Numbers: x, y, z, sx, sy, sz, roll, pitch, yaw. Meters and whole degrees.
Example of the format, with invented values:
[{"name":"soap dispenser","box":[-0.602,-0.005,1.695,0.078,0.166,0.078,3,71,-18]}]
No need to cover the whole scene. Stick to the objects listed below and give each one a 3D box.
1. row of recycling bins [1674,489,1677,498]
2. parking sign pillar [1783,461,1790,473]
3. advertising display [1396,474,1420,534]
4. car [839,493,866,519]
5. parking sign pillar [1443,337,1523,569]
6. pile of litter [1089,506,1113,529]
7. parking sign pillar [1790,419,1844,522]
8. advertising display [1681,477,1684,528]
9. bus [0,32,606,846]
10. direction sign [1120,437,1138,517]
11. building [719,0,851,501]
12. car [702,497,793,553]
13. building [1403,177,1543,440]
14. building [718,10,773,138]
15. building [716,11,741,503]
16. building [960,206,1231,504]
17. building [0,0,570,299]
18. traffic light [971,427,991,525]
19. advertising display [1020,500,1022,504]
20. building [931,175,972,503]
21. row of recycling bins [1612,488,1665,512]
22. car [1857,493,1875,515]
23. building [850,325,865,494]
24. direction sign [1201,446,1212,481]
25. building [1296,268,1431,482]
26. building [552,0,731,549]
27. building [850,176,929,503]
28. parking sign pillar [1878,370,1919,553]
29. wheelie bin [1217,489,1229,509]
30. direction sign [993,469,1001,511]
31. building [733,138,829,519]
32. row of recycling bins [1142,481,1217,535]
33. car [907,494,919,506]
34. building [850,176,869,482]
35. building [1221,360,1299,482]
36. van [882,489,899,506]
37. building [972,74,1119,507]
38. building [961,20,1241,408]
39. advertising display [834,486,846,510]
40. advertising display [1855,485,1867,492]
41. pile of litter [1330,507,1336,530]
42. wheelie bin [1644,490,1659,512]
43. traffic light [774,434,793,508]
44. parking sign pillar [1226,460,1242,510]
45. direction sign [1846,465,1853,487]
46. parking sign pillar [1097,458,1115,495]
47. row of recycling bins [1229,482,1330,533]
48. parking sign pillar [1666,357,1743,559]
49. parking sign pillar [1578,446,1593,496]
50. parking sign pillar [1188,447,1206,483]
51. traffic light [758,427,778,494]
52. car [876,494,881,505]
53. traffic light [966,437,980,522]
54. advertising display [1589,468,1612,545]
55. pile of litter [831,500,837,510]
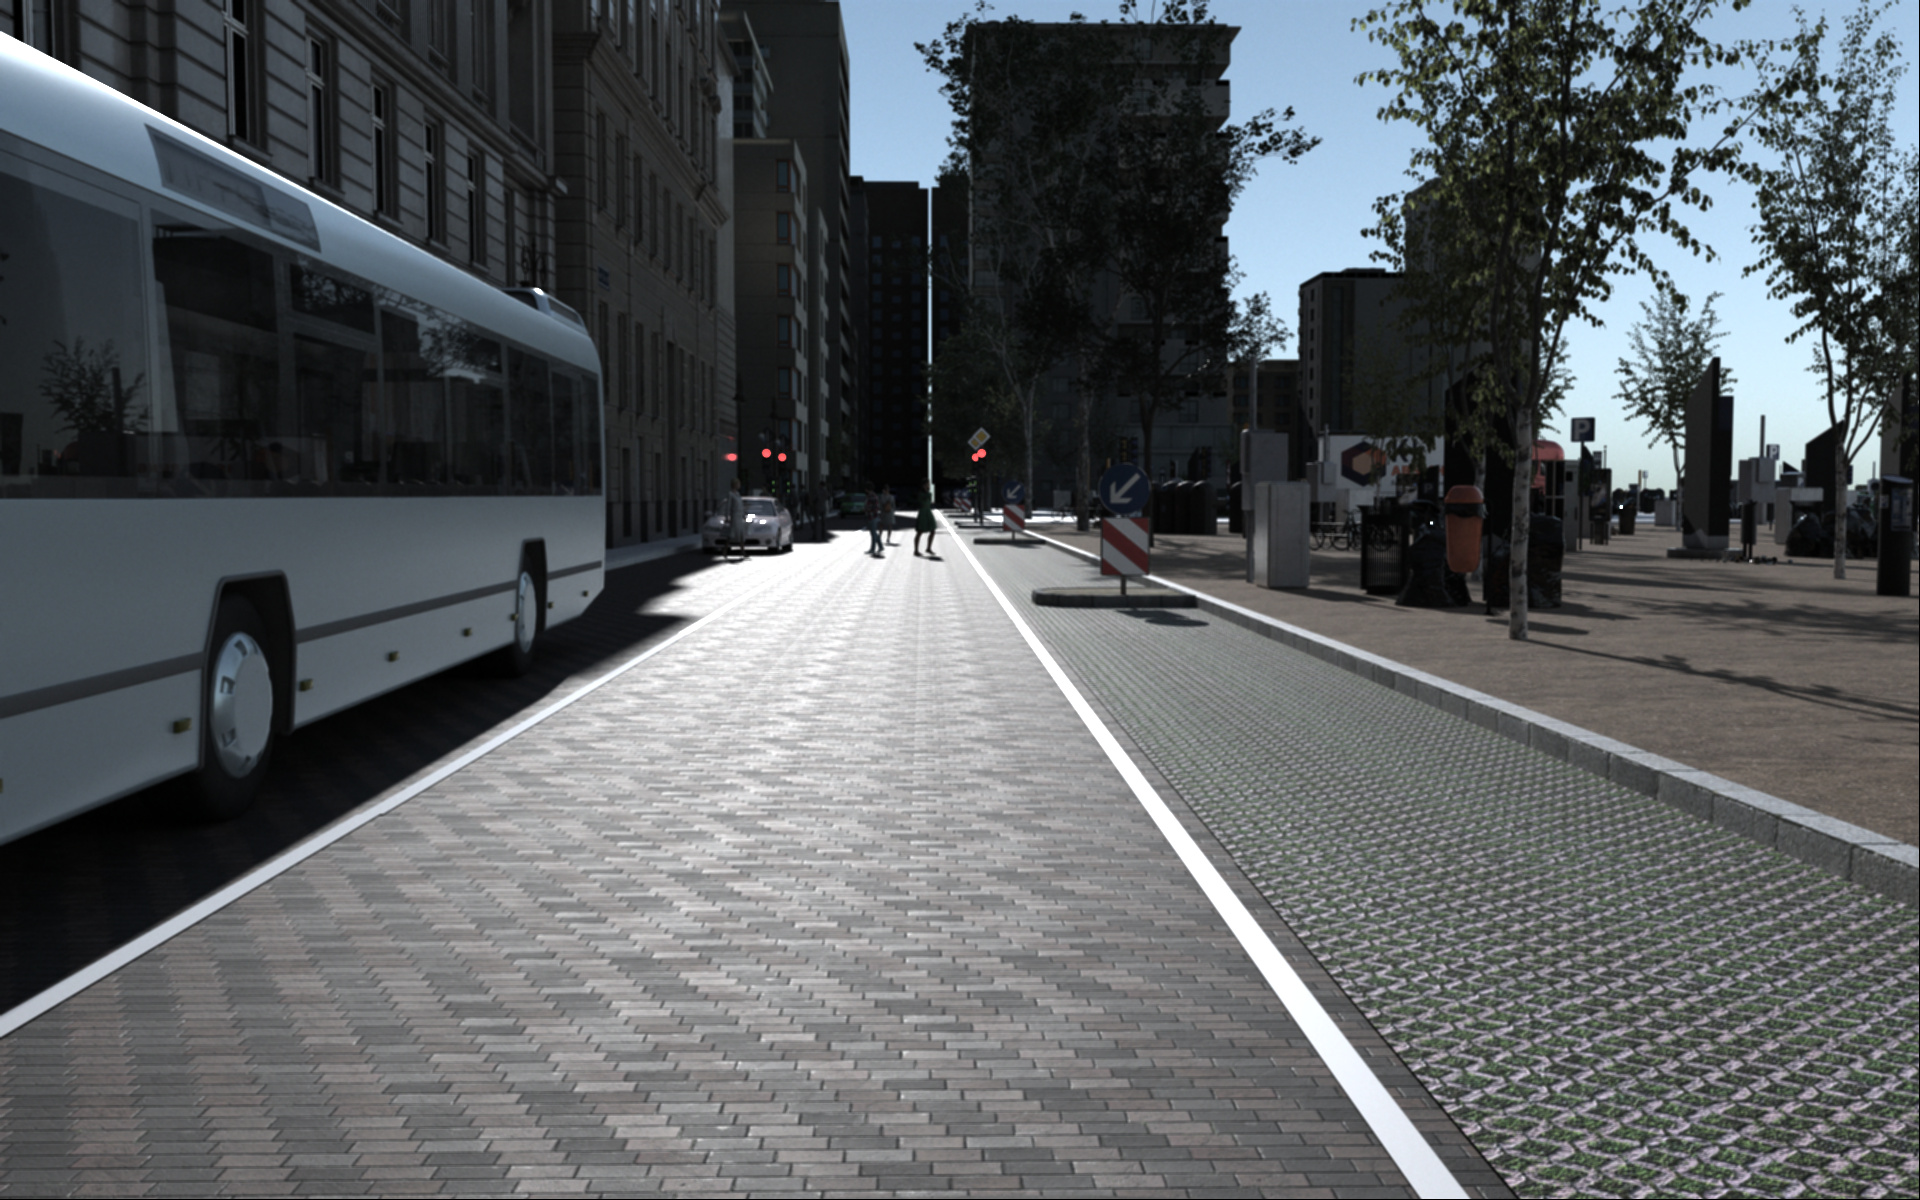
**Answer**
[{"name":"row of recycling bins","box":[64.624,-8.918,152.927,3.534,1.692,1.069,1,4,13]},{"name":"parking sign pillar","box":[67.573,-9.322,140.893,1.447,3.967,1.447,3,4,39]},{"name":"advertising display","box":[14.353,-3.048,55.046,0.974,1.923,0.123,0,4,5]},{"name":"car","box":[-6.211,-5.757,102.921,1.959,1.807,4.718,0,4,-3]},{"name":"parking sign pillar","box":[9.140,-2.553,30.218,1.447,3.967,1.447,3,5,40]},{"name":"pile of litter","box":[5.462,-3.095,64.563,1.719,0.858,1.176,1,4,22]},{"name":"parking sign pillar","box":[31.164,-4.535,62.620,1.447,3.967,1.447,0,4,2]},{"name":"advertising display","box":[27.631,-3.671,65.231,0.974,1.923,0.123,1,4,21]},{"name":"bus","box":[-4.489,-0.945,10.318,2.948,3.499,13.247,0,4,-2]},{"name":"direction sign","box":[6.706,-4.703,68.894,0.876,3.537,0.379,-2,4,-31]},{"name":"building","box":[-21.601,-33.127,165.332,21.300,48.544,21.600,0,4,-1]},{"name":"car","box":[-5.266,-1.893,43.307,2.083,1.381,4.827,0,4,1]},{"name":"building","box":[66.441,-33.175,225.998,14.086,41.232,14.154,0,4,-1]},{"name":"building","box":[-27.891,-27.124,135.357,32.217,40.220,23.993,0,4,-1]},{"name":"building","box":[-18.005,-13.293,66.484,18.267,20.994,9.793,0,4,-1]},{"name":"building","box":[16.248,-32.243,219.055,32.217,40.220,23.993,0,4,-1]},{"name":"building","box":[-14.180,-11.186,24.689,13.314,21.916,24.055,0,4,-1]},{"name":"traffic light","box":[0.879,-5.113,72.522,0.839,4.253,0.868,0,4,-1]},{"name":"advertising display","box":[4.970,-8.338,141.542,0.123,1.923,0.974,0,4,-3]},{"name":"building","box":[3.074,-36.428,245.712,14.200,45.320,14.600,0,4,-1]},{"name":"row of recycling bins","box":[48.354,-7.121,123.547,3.534,1.692,1.069,1,4,11]},{"name":"car","box":[40.162,-4.280,78.767,4.718,1.807,1.959,0,4,-2]},{"name":"building","box":[-24.897,-21.178,191.297,27.650,21.520,28.899,0,4,-1]},{"name":"direction sign","box":[11.725,-5.531,82.432,0.379,3.537,0.876,-1,4,-22]},{"name":"building","box":[52.306,-27.769,225.725,14.107,30.474,14.160,0,4,-1]},{"name":"building","box":[-13.935,-15.401,49.067,12.463,27.353,25.104,0,4,-1]},{"name":"building","box":[-11.608,-36.482,246.597,14.200,45.320,14.600,0,4,-1]},{"name":"parking sign pillar","box":[20.872,-3.058,38.464,1.447,3.967,1.447,1,4,11]},{"name":"wheelie bin","box":[14.755,-5.521,98.180,0.980,1.594,0.693,0,4,0]},{"name":"direction sign","box":[2.810,-8.545,131.711,0.876,3.537,0.379,-3,5,-42]},{"name":"building","box":[-22.142,-15.504,98.537,27.650,21.520,28.899,0,4,-1]},{"name":"row of recycling bins","box":[7.133,-3.011,56.347,1.069,1.692,3.534,-2,4,-29]},{"name":"car","box":[-5.545,-12.466,212.609,1.959,1.807,4.718,0,3,0]},{"name":"building","box":[-18.868,-33.052,224.000,14.086,41.232,14.154,0,4,-1]},{"name":"building","box":[52.123,-25.037,254.400,28.899,21.520,27.650,0,4,-1]},{"name":"van","box":[-8.279,-12.255,204.755,2.240,2.365,5.245,0,4,-1]},{"name":"building","box":[8.156,-29.896,172.400,14.154,41.232,14.086,0,4,-1]},{"name":"building","box":[14.700,-36.924,192.939,28.713,52.752,27.495,0,4,-1]},{"name":"advertising display","box":[-9.859,-8.362,141.940,0.974,1.923,0.123,0,4,3]},{"name":"advertising display","box":[63.455,-7.132,121.819,0.974,1.923,0.123,0,4,-2]},{"name":"pile of litter","box":[13.143,-2.838,60.367,1.719,0.858,1.176,2,4,28]},{"name":"wheelie bin","box":[48.386,-6.926,121.148,0.980,1.594,0.693,1,4,20]},{"name":"traffic light","box":[-8.196,-5.589,80.306,0.839,4.253,0.868,0,4,-1]},{"name":"parking sign pillar","box":[20.047,-8.396,125.743,1.447,3.967,1.447,1,4,22]},{"name":"direction sign","box":[74.601,-9.399,145.670,0.876,3.537,0.379,-1,4,-23]},{"name":"parking sign pillar","box":[10.701,-8.476,127.056,1.447,3.967,1.447,0,4,-7]},{"name":"row of recycling bins","box":[10.648,-3.079,57.448,3.534,1.692,1.069,-1,4,-16]},{"name":"parking sign pillar","box":[15.013,-2.833,34.785,1.447,3.967,1.447,0,4,1]},{"name":"parking sign pillar","box":[34.919,-6.607,96.489,1.447,3.967,1.447,0,4,-6]},{"name":"parking sign pillar","box":[13.497,-6.781,99.335,1.447,3.967,1.447,-1,4,-16]},{"name":"traffic light","box":[-8.030,-5.101,72.322,0.839,4.253,0.868,0,4,-1]},{"name":"car","box":[-7.694,-9.365,161.919,1.959,1.807,4.718,0,4,-1]},{"name":"traffic light","box":[0.713,-5.602,80.506,0.839,4.253,0.868,0,4,-1]},{"name":"advertising display","box":[16.203,-2.363,43.853,0.123,1.923,0.974,0,4,-5]},{"name":"pile of litter","box":[-10.685,-7.952,143.984,1.176,0.858,1.719,2,4,32]}]
